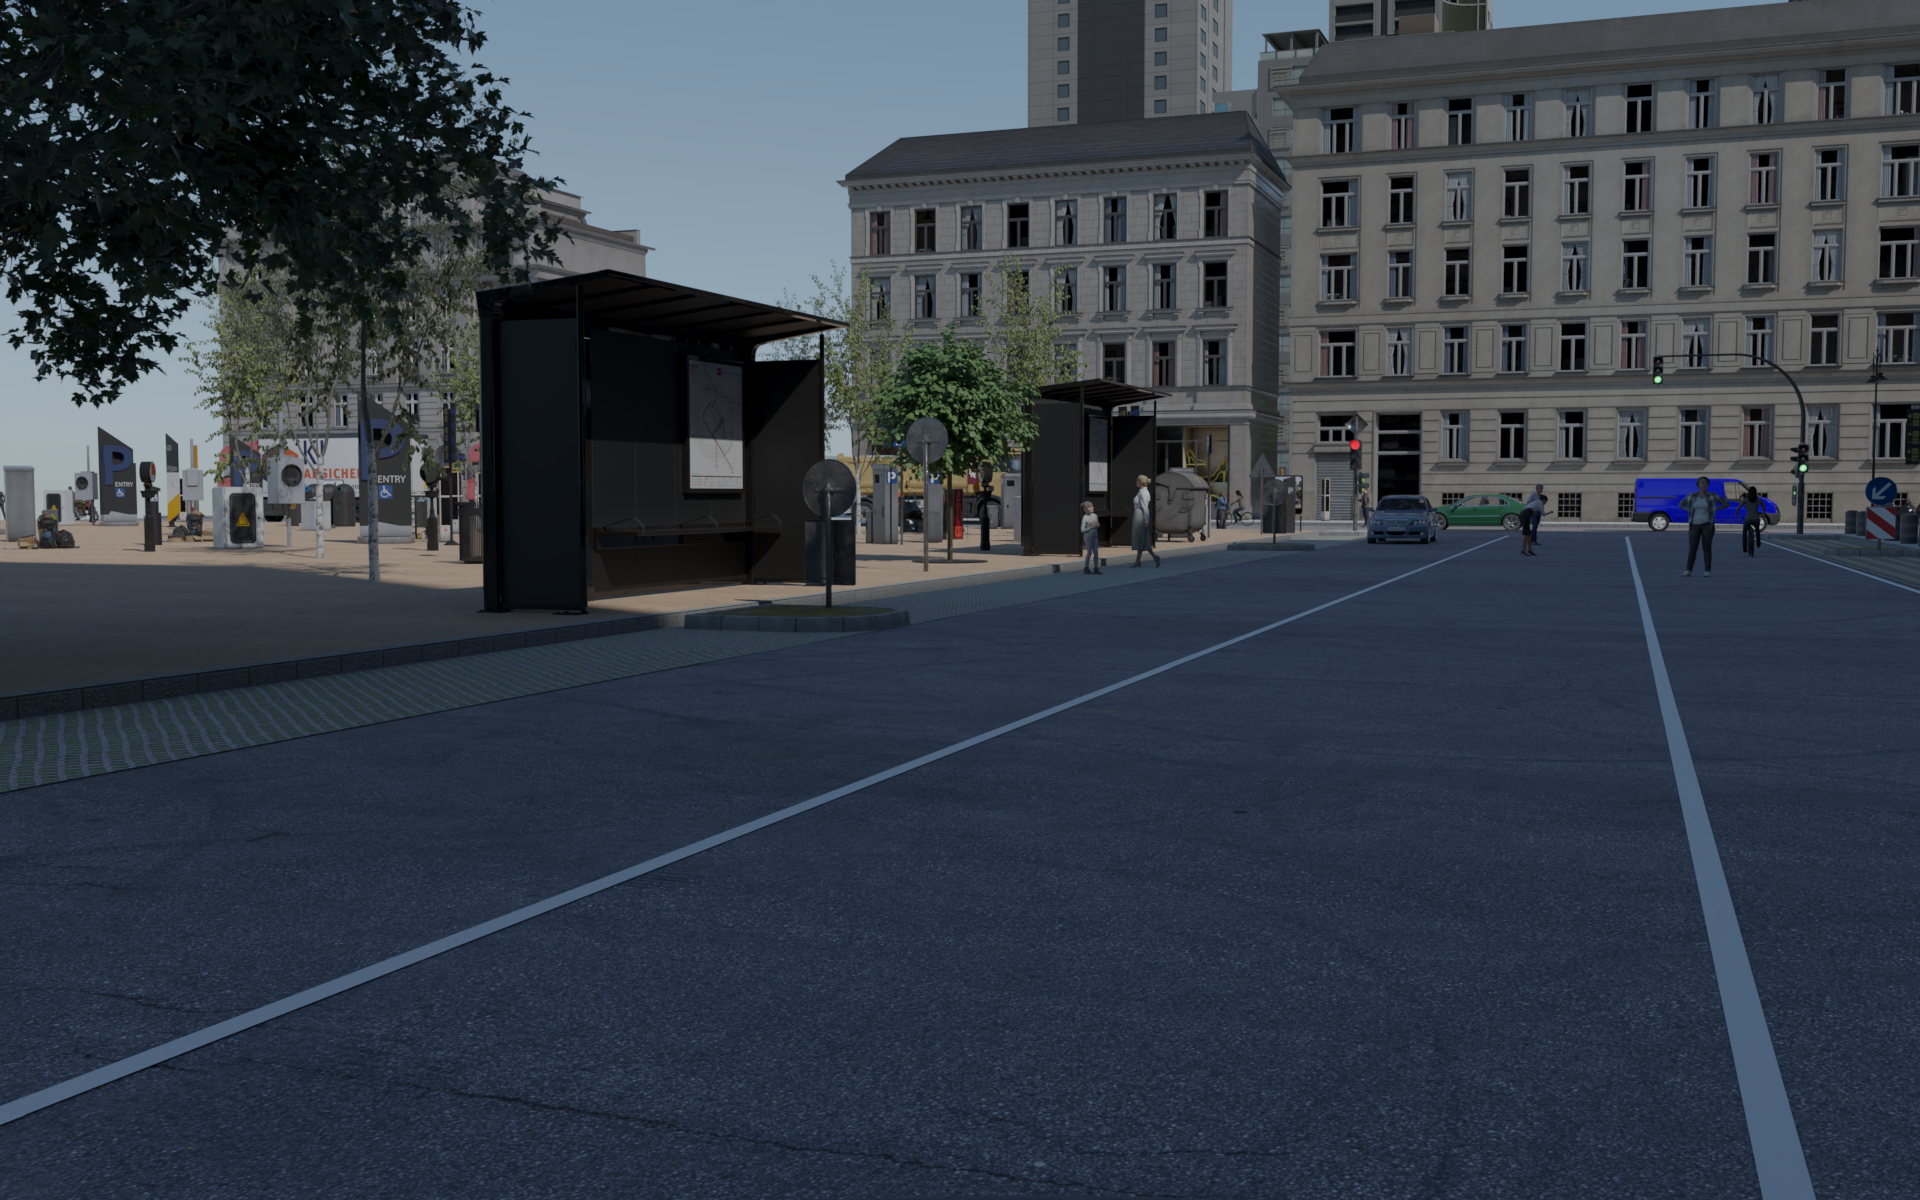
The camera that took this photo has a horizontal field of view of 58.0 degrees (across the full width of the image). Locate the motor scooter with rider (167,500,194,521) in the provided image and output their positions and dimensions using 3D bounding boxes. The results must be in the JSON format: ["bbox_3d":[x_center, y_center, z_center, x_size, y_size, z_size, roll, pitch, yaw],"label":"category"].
[{"bbox_3d":[-39.354,-4.809,87.586,1.986,1.779,0.876,1,4,22],"label":"motor scooter with rider"}]

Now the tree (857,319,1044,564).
[{"bbox_3d":[-0.260,-2.987,32.557,4.285,4.588,4.351,0,3,0],"label":"tree"}]

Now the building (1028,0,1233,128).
[{"bbox_3d":[21.187,-47.291,211.463,20.611,71.187,20.563,1,4,21],"label":"building"}]

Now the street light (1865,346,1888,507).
[{"bbox_3d":[28.636,-4.981,54.231,0.468,5.910,1.993,1,4,21],"label":"street light"}]

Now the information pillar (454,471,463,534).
[{"bbox_3d":[-16.268,-3.144,55.895,0.304,2.012,0.304,0,4,2],"label":"information pillar"}]

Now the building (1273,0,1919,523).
[{"bbox_3d":[31.815,-15.416,85.336,30.059,22.955,16.112,1,4,21],"label":"building"}]

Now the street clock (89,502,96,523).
[{"bbox_3d":[-38.895,-4.467,77.598,0.471,2.002,0.358,1,4,16],"label":"street clock"}]

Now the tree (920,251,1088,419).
[{"bbox_3d":[2.026,-6.217,52.011,4.737,8.622,4.395,0,3,0],"label":"tree"}]

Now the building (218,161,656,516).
[{"bbox_3d":[-32.677,-16.282,108.010,24.055,21.916,13.314,1,4,21],"label":"building"}]

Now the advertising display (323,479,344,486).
[{"bbox_3d":[-27.557,-4.334,76.071,0.974,1.923,0.123,-1,4,-20],"label":"advertising display"}]

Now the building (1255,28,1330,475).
[{"bbox_3d":[34.462,-28.789,154.302,14.154,41.232,14.086,1,4,21],"label":"building"}]

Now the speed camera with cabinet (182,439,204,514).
[{"bbox_3d":[-26.873,-4.161,62.370,2.038,3.252,0.660,-1,4,-22],"label":"speed camera with cabinet"}]

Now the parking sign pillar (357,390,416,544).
[{"bbox_3d":[-14.931,-3.455,44.962,1.447,3.967,1.447,-1,4,-18],"label":"parking sign pillar"}]

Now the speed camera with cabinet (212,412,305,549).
[{"bbox_3d":[-16.600,-2.854,41.002,0.660,3.252,2.038,3,5,40],"label":"speed camera with cabinet"}]

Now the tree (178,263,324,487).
[{"bbox_3d":[-20.873,-6.142,50.790,4.737,8.622,4.395,0,3,0],"label":"tree"}]

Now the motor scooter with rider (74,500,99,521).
[{"bbox_3d":[-46.765,-5.105,92.432,1.986,1.779,0.876,1,4,22],"label":"motor scooter with rider"}]

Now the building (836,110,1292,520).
[{"bbox_3d":[-2.987,-14.950,95.349,40.483,20.767,10.553,1,4,21],"label":"building"}]

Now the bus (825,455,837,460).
[{"bbox_3d":[-12.274,-5.525,85.193,13.247,3.499,2.948,1,4,22],"label":"bus"}]

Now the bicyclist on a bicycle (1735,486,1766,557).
[{"bbox_3d":[18.163,-1.818,39.745,1.499,1.676,1.625,1,4,21],"label":"bicyclist on a bicycle"}]

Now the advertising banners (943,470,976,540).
[{"bbox_3d":[-0.083,-3.227,48.942,0.090,3.025,2.074,3,4,37],"label":"advertising banners"}]

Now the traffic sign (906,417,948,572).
[{"bbox_3d":[-0.563,-1.741,28.577,0.768,2.556,0.104,2,4,26],"label":"traffic sign"}]

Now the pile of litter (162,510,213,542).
[{"bbox_3d":[-20.534,-1.999,46.650,1.719,0.858,1.176,-1,4,-16],"label":"pile of litter"}]

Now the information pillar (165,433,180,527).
[{"bbox_3d":[-30.327,-4.609,66.705,0.504,3.616,0.183,0,4,7],"label":"information pillar"}]

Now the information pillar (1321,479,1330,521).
[{"bbox_3d":[17.263,-4.730,81.825,0.304,2.012,0.304,-2,4,-27],"label":"information pillar"}]

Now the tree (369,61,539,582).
[{"bbox_3d":[-8.363,-4.577,25.195,4.360,8.622,3.978,0,3,0],"label":"tree"}]

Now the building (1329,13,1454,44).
[{"bbox_3d":[40.902,-31.654,167.658,14.600,45.320,14.200,1,4,21],"label":"building"}]

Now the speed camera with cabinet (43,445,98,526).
[{"bbox_3d":[-36.165,-4.653,70.409,2.038,3.252,0.660,0,4,7],"label":"speed camera with cabinet"}]

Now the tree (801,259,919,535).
[{"bbox_3d":[-3.043,-6.369,54.502,4.737,8.622,4.395,0,3,0],"label":"tree"}]

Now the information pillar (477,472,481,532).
[{"bbox_3d":[-16.278,-3.332,58.972,0.304,2.012,0.304,-1,4,-18],"label":"information pillar"}]

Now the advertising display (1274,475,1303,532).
[{"bbox_3d":[11.199,-3.294,59.076,0.974,1.923,0.123,1,4,20],"label":"advertising display"}]

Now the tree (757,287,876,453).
[{"bbox_3d":[-5.418,-6.842,62.230,4.360,8.622,3.978,0,3,0],"label":"tree"}]

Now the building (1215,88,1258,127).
[{"bbox_3d":[44.271,-35.557,200.965,30.456,49.044,23.786,1,4,21],"label":"building"}]

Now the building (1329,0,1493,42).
[{"bbox_3d":[63.430,-49.341,244.977,20.611,71.187,20.563,1,4,21],"label":"building"}]

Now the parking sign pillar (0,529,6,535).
[{"bbox_3d":[-31.054,-4.054,54.747,1.447,3.967,1.447,1,4,19],"label":"parking sign pillar"}]

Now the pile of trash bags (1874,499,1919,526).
[{"bbox_3d":[38.909,-3.802,71.921,1.912,1.369,3.447,0,4,-4],"label":"pile of trash bags"}]

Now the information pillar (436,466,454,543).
[{"bbox_3d":[-13.678,-2.531,45.878,0.304,2.012,0.304,-2,4,-33],"label":"information pillar"}]

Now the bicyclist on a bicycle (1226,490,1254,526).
[{"bbox_3d":[12.434,-4.147,77.829,1.625,1.676,1.499,1,4,21],"label":"bicyclist on a bicycle"}]

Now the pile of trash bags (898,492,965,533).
[{"bbox_3d":[-1.380,-3.010,58.966,1.912,1.369,3.447,-3,4,-37],"label":"pile of trash bags"}]

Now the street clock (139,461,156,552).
[{"bbox_3d":[-18.007,-2.071,38.434,0.358,2.002,0.471,-1,4,-10],"label":"street clock"}]

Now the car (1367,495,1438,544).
[{"bbox_3d":[13.110,-2.397,51.200,2.014,1.417,4.499,1,4,19],"label":"car"}]

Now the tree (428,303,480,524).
[{"bbox_3d":[-17.416,-6.865,62.613,4.737,8.622,4.395,0,3,0],"label":"tree"}]

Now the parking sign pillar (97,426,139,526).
[{"bbox_3d":[-33.768,-4.952,69.437,1.447,3.967,1.447,3,5,45],"label":"parking sign pillar"}]

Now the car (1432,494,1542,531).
[{"bbox_3d":[20.573,-3.491,68.868,4.920,1.459,2.131,1,4,22],"label":"car"}]

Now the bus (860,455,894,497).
[{"bbox_3d":[1.726,-5.281,81.197,13.247,3.499,2.948,1,4,20],"label":"bus"}]

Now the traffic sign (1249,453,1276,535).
[{"bbox_3d":[9.521,-3.341,54.626,0.884,2.594,0.081,2,4,25],"label":"traffic sign"}]

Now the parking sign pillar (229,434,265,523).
[{"bbox_3d":[-31.903,-5.441,77.437,1.447,3.967,1.447,-2,4,-34],"label":"parking sign pillar"}]

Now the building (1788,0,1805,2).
[{"bbox_3d":[79.397,-43.303,146.252,20.563,71.187,20.611,1,4,21],"label":"building"}]

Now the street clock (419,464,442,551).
[{"bbox_3d":[-11.936,-2.115,39.153,0.471,2.002,0.358,1,4,14],"label":"street clock"}]

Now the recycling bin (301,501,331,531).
[{"bbox_3d":[-22.595,-2.948,60.761,0.722,1.027,0.722,2,4,25],"label":"recycling bin"}]

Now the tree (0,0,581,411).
[{"bbox_3d":[-7.490,-5.807,11.947,9.611,12.733,9.660,0,3,0],"label":"tree"}]

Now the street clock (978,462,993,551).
[{"bbox_3d":[0.572,-2.121,39.254,0.358,2.002,0.471,-1,4,-17],"label":"street clock"}]

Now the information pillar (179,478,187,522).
[{"bbox_3d":[-35.580,-4.574,79.274,0.304,2.012,0.304,-2,4,-27],"label":"information pillar"}]

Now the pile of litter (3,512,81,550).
[{"bbox_3d":[-21.566,-1.632,40.650,1.719,0.858,1.176,-3,4,-36],"label":"pile of litter"}]
